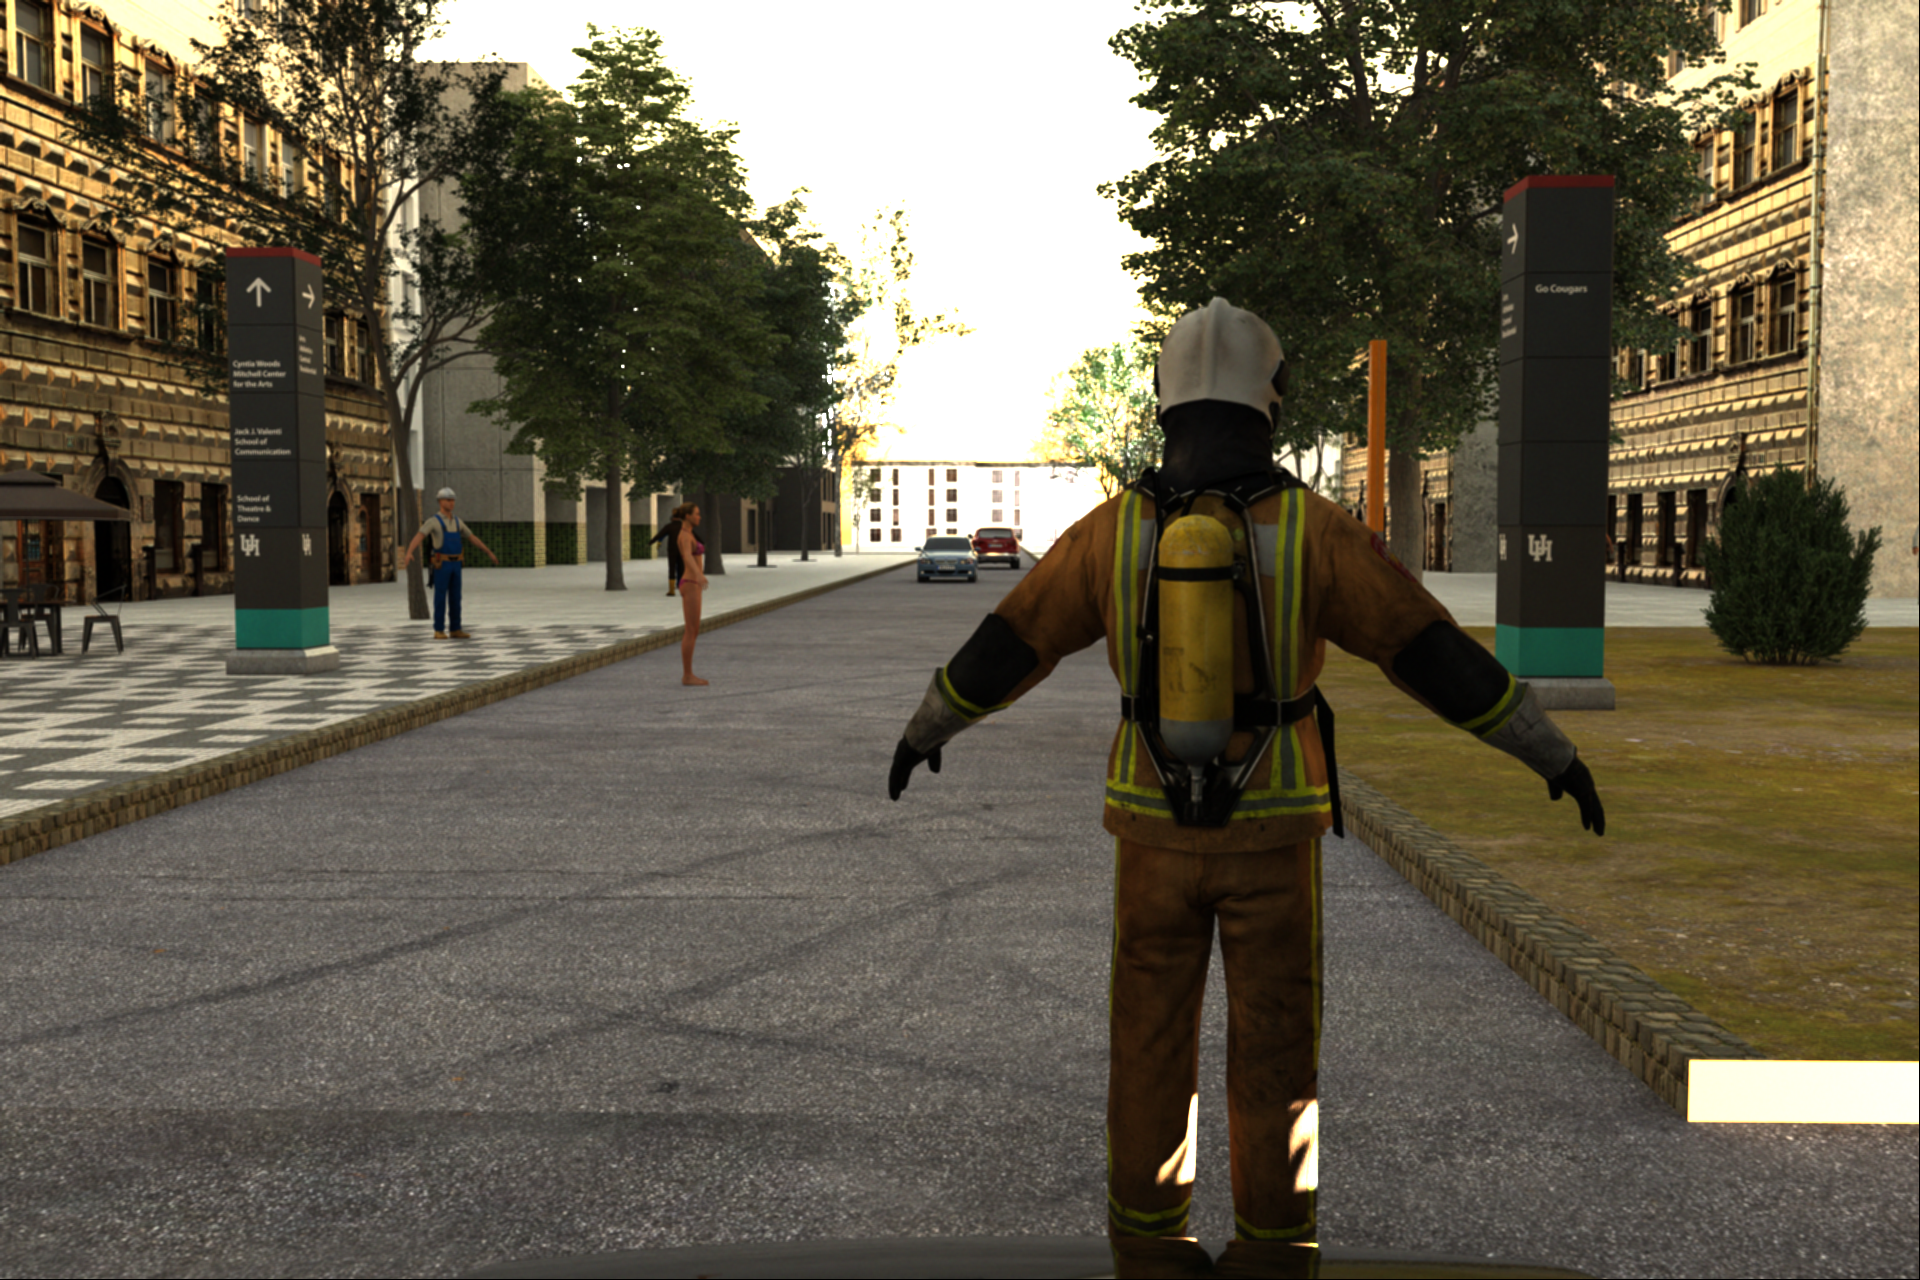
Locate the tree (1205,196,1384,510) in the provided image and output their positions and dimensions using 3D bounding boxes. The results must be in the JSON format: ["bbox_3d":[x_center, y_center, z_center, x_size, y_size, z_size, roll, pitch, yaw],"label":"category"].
[{"bbox_3d":[7.429,-5.252,36.234,4.360,8.622,3.978,0,3,0],"label":"tree"}]

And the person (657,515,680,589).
[{"bbox_3d":[-6.601,-2.082,40.504,0.721,1.772,1.216,3,5,44],"label":"person"}]

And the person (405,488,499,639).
[{"bbox_3d":[-6.263,-0.939,21.214,0.705,1.847,1.347,3,4,37],"label":"person"}]

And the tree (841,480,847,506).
[{"bbox_3d":[-14.584,-15.131,197.755,4.360,8.622,3.978,0,3,0],"label":"tree"}]

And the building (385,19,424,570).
[{"bbox_3d":[-25.192,-11.915,51.230,16.016,20.090,11.380,0,4,1],"label":"building"}]

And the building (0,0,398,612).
[{"bbox_3d":[-24.614,-12.595,36.850,19.493,23.208,18.063,0,4,2],"label":"building"}]

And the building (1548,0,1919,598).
[{"bbox_3d":[26.534,-12.952,42.688,19.493,23.208,18.063,0,4,2],"label":"building"}]

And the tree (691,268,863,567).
[{"bbox_3d":[-7.619,-8.644,67.084,9.928,11.665,9.643,0,3,0],"label":"tree"}]

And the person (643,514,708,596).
[{"bbox_3d":[-5.871,-1.820,35.887,1.346,1.812,0.704,-1,4,-21],"label":"person"}]

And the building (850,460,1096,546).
[{"bbox_3d":[1.555,-15.543,198.734,28.070,9.664,9.099,0,4,-3],"label":"building"}]

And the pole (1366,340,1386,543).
[{"bbox_3d":[4.399,-1.498,18.340,0.158,3.312,0.155,0,3,0],"label":"pole"}]

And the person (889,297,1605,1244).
[{"bbox_3d":[0.480,0.307,3.213,1.354,1.858,0.705,1,4,18],"label":"person"}]

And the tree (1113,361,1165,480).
[{"bbox_3d":[7.792,-7.297,69.676,4.360,8.622,3.978,0,3,0],"label":"tree"}]

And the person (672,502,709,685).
[{"bbox_3d":[-2.491,-0.444,16.523,0.721,1.733,1.217,-1,4,-10],"label":"person"}]

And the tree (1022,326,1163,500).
[{"bbox_3d":[8.787,-11.672,101.204,12.009,13.543,11.850,0,3,0],"label":"tree"}]

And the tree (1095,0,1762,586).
[{"bbox_3d":[6.504,-7.252,25.225,9.857,13.997,8.962,0,3,0],"label":"tree"}]

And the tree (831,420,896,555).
[{"bbox_3d":[-6.634,-9.659,108.279,4.360,8.622,3.978,0,3,0],"label":"tree"}]

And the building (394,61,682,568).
[{"bbox_3d":[-24.230,-13.127,81.080,16.747,18.905,31.486,0,4,1],"label":"building"}]

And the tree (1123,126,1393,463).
[{"bbox_3d":[7.809,-7.247,44.246,9.928,11.665,9.643,0,3,0],"label":"tree"}]

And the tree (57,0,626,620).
[{"bbox_3d":[-8.421,-5.598,25.947,7.601,10.594,8.767,2,4,30],"label":"tree"}]

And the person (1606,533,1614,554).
[{"bbox_3d":[11.626,-1.591,32.142,1.347,1.817,0.704,-1,4,-21],"label":"person"}]

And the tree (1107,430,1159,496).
[{"bbox_3d":[21.607,-17.769,197.185,9.857,13.997,8.962,0,3,0],"label":"tree"}]

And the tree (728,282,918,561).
[{"bbox_3d":[-7.247,-10.483,81.760,12.009,13.543,11.850,0,3,0],"label":"tree"}]

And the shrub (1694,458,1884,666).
[{"bbox_3d":[8.114,-0.771,17.023,1.690,2.028,1.600,0,3,0],"label":"shrub"}]

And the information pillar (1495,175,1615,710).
[{"bbox_3d":[4.406,-1.437,12.879,0.750,3.857,0.750,0,4,2],"label":"information pillar"}]

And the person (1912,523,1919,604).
[{"bbox_3d":[17.670,-1.550,31.528,1.347,1.806,0.705,-2,4,-33],"label":"person"}]

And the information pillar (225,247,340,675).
[{"bbox_3d":[-6.289,-1.628,16.002,0.750,3.857,0.750,0,4,2],"label":"information pillar"}]

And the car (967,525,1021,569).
[{"bbox_3d":[1.438,-3.892,72.312,2.281,1.827,5.304,0,4,0],"label":"car"}]

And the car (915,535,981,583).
[{"bbox_3d":[-0.355,-2.493,52.767,2.014,1.417,4.499,0,4,1],"label":"car"}]

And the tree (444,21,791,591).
[{"bbox_3d":[-7.677,-7.375,38.708,7.486,12.596,7.792,0,3,0],"label":"tree"}]

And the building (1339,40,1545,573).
[{"bbox_3d":[25.532,-14.327,65.171,19.493,23.208,18.063,0,4,1],"label":"building"}]

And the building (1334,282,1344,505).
[{"bbox_3d":[24.409,-14.162,87.975,16.016,20.090,11.380,0,4,1],"label":"building"}]

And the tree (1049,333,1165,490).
[{"bbox_3d":[8.507,-9.867,87.075,9.928,11.665,9.643,0,3,0],"label":"tree"}]

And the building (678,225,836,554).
[{"bbox_3d":[-24.530,-17.480,129.769,27.936,21.610,32.646,0,4,1],"label":"building"}]

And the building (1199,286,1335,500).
[{"bbox_3d":[25.849,-16.191,131.181,16.747,18.905,31.486,0,4,2],"label":"building"}]

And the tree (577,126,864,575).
[{"bbox_3d":[-7.840,-9.047,54.568,9.857,13.997,8.962,0,3,0],"label":"tree"}]

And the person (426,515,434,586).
[{"bbox_3d":[-13.022,-2.203,42.734,0.721,1.740,1.216,3,4,36],"label":"person"}]

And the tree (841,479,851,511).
[{"bbox_3d":[-14.726,-15.450,202.965,4.737,8.622,4.395,0,3,0],"label":"tree"}]

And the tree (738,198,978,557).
[{"bbox_3d":[-5.679,-14.765,97.301,12.611,20.169,13.585,0,3,0],"label":"tree"}]
